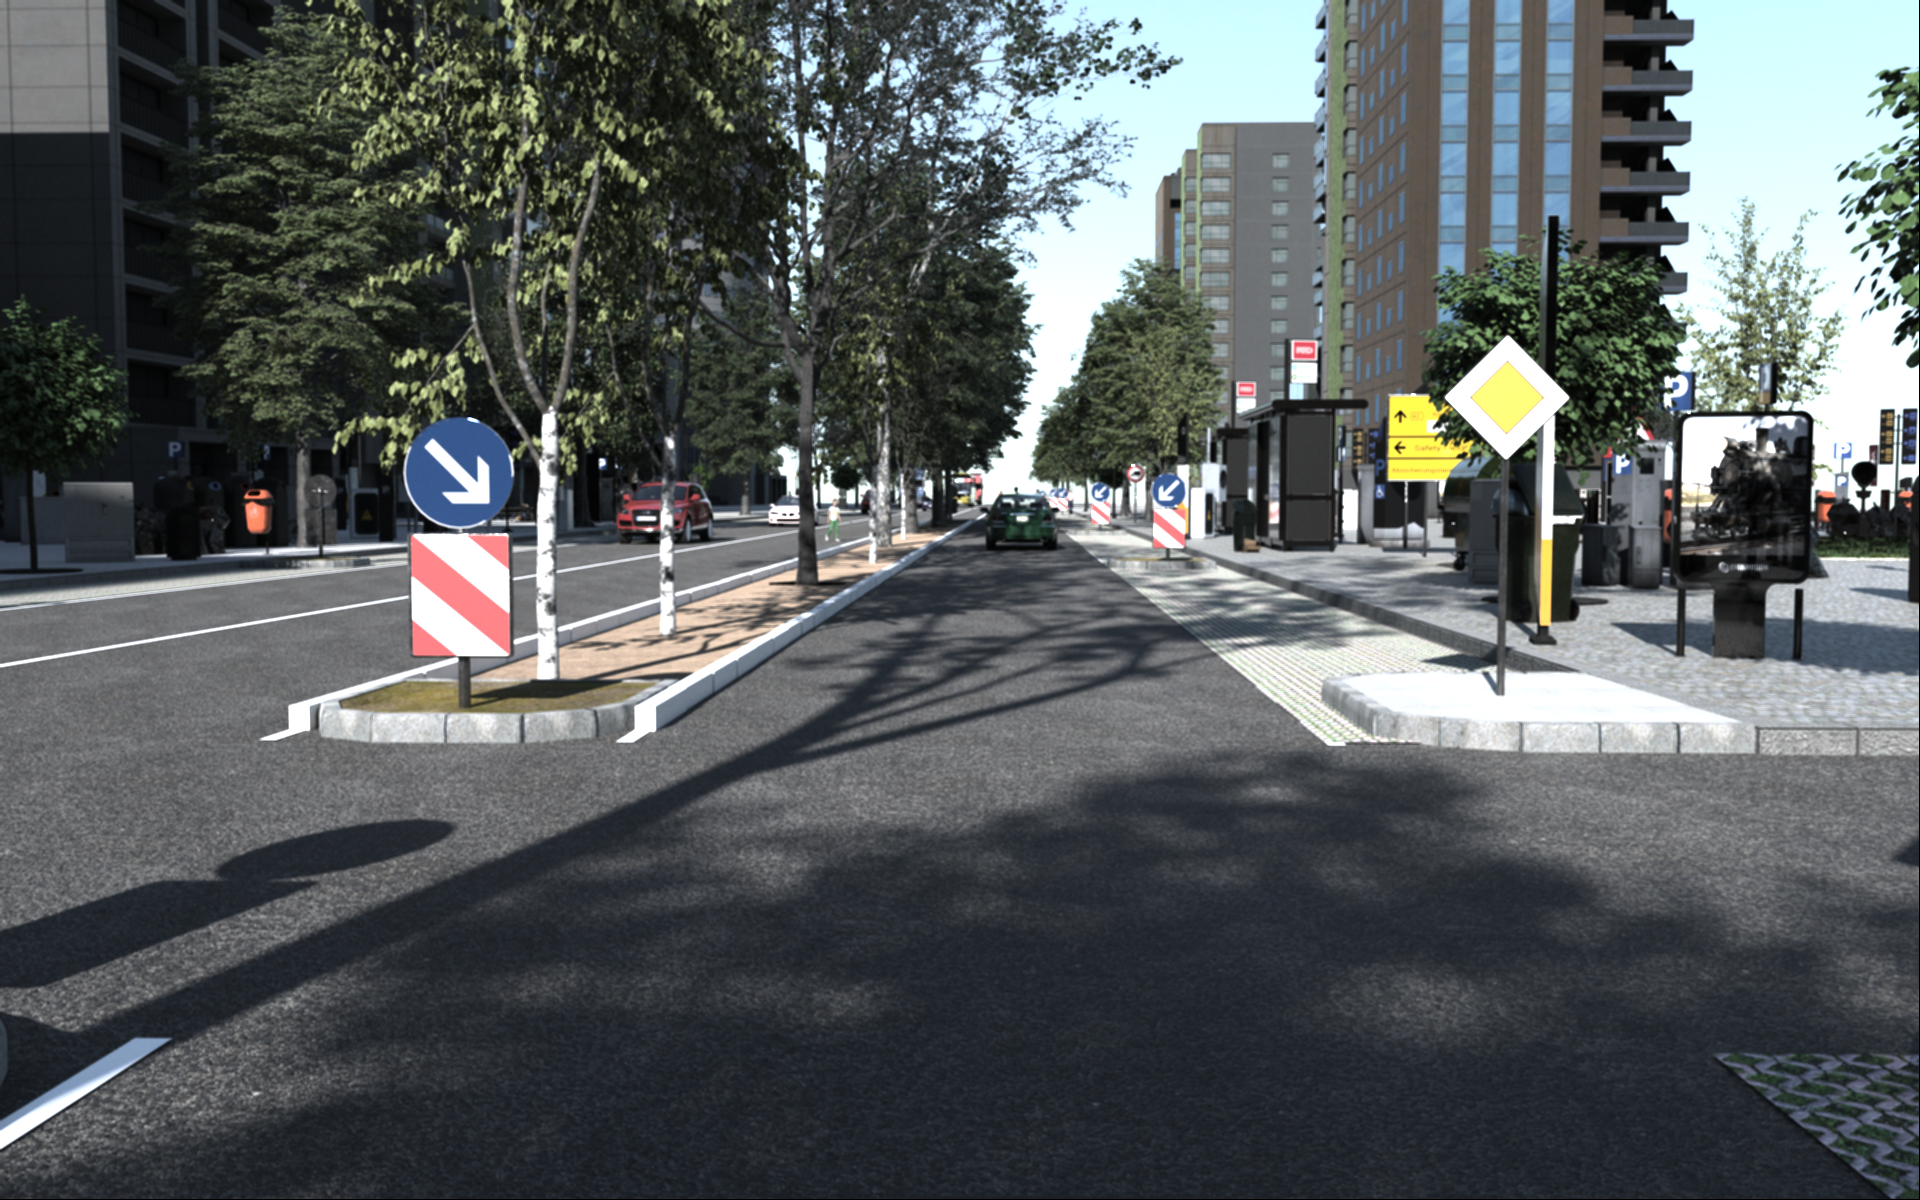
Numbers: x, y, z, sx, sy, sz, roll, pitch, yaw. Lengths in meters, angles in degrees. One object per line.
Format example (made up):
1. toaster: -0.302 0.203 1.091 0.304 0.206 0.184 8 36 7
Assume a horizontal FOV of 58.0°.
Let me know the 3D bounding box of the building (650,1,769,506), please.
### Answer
1. building: -34.451 -40.131 198.148 21.231 58.520 28.212 0 4 2

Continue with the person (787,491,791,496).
1. person: -16.426 -9.585 165.748 0.750 1.759 0.617 1 4 22

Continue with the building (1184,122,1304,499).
1. building: 33.182 -31.186 193.478 14.154 41.232 14.086 0 4 2

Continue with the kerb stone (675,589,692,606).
1. kerb stone: -3.625 -0.004 22.257 0.120 0.150 1.000 0 4 2

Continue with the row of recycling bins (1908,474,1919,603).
1. row of recycling bins: 12.900 -0.777 19.825 3.534 1.692 1.069 1 4 21

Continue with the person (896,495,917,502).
1. person: -3.204 -5.772 102.891 1.348 1.821 0.705 1 4 16

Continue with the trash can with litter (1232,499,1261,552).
1. trash can with litter: 6.427 -1.654 38.424 0.624 1.170 1.055 -1 4 -9

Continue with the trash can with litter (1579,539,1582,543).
1. trash can with litter: 15.402 -2.089 45.208 2.233 1.210 1.678 0 4 -3

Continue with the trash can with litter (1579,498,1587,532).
1. trash can with litter: 19.817 -2.736 56.122 0.624 1.170 1.055 -2 4 -31

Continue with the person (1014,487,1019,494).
1. person: 2.710 -4.587 83.841 0.374 1.781 0.599 1 4 17

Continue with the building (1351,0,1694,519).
1. building: 29.797 -27.138 93.819 14.600 45.320 14.200 0 4 2

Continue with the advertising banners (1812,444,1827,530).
1. advertising banners: 30.438 -3.989 61.404 0.090 3.025 2.074 3 5 43

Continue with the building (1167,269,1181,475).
1. building: 33.307 -27.550 222.151 14.160 30.474 14.107 0 4 2

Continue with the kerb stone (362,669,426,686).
1. kerb stone: -3.953 0.622 12.022 0.120 0.150 1.000 0 4 2

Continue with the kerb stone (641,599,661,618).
1. kerb stone: -3.687 0.122 20.214 0.120 0.150 1.000 0 4 2

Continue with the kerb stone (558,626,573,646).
1. kerb stone: -3.815 0.374 16.126 0.120 0.150 1.000 0 4 2

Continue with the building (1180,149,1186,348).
1. building: 33.263 -32.047 207.569 14.154 41.232 14.086 0 4 2

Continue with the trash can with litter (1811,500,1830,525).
1. trash can with litter: 34.028 -3.415 66.900 1.678 1.210 2.233 3 5 43

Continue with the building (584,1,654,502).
1. building: -32.992 -29.892 138.849 14.600 45.320 14.200 0 4 2

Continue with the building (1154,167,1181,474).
1. building: 34.034 -35.889 236.899 14.600 45.320 14.200 0 4 2

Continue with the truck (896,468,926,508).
1. truck: -4.756 -11.817 182.973 2.967 4.110 18.799 0 4 1

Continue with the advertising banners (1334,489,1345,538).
1. advertising banners: 10.988 -3.350 50.955 0.090 3.025 2.074 0 4 -3

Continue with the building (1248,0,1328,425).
1. building: 35.165 -49.963 129.573 22.319 86.520 31.000 0 4 2

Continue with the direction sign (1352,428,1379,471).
1. direction sign: 13.977 -4.144 59.753 0.876 3.537 0.379 1 4 17

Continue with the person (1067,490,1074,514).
1. person: 7.148 -6.335 113.023 0.756 1.711 0.436 -3 5 -44

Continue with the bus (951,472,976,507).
1. bus: 0.227 -12.482 195.630 2.896 3.916 12.252 0 4 3

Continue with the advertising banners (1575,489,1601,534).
1. advertising banners: 18.825 -3.479 53.063 2.074 3.025 0.090 -1 4 -22

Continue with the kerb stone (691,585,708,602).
1. kerb stone: -3.577 -0.066 23.278 0.120 0.150 1.000 0 4 2

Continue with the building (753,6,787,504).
1. building: -33.160 -47.953 222.287 20.563 71.187 20.611 0 4 2

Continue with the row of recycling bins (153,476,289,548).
1. row of recycling bins: -17.625 -2.092 41.325 1.069 1.692 3.534 2 4 27

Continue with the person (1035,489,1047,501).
1. person: 5.413 -6.864 120.808 1.350 1.814 0.705 0 4 1

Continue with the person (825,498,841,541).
1. person: -3.840 -2.428 52.448 0.590 1.304 0.306 3 5 45

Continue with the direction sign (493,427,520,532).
1. direction sign: -15.224 -4.047 58.162 0.876 3.537 0.379 0 4 2

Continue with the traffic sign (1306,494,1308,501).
1. traffic sign: 9.559 -2.790 47.751 0.606 2.300 0.079 1 4 10

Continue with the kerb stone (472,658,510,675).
1. kerb stone: -3.888 0.498 14.082 0.120 0.150 1.000 0 4 2

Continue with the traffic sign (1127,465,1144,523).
1. traffic sign: 7.707 -4.645 76.054 0.768 2.556 0.104 0 4 5

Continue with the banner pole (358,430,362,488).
1. banner pole: -23.691 -4.771 68.030 0.863 3.779 0.401 3 4 36

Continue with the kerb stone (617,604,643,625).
1. kerb stone: -3.714 0.184 19.192 0.120 0.150 1.000 0 4 2

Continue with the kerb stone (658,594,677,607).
1. kerb stone: -3.654 0.059 21.235 0.120 0.150 1.000 0 4 2

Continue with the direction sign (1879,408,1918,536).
1. direction sign: 24.834 -3.297 45.910 0.876 3.537 0.379 3 4 36

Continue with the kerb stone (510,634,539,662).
1. kerb stone: -3.855 0.434 15.104 0.120 0.150 1.000 0 4 2

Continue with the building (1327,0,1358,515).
1. building: 29.866 -25.962 108.066 14.154 41.232 14.086 0 4 2

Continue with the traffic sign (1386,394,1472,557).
1. traffic sign: 9.805 -2.526 35.178 2.265 3.308 0.079 0 4 7

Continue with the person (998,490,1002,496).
1. person: 4.404 -10.729 183.851 1.348 1.831 0.705 -3 5 -44

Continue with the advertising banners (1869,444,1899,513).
1. advertising banners: 32.383 -3.937 60.556 0.090 3.025 2.074 0 4 -5

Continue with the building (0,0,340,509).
1. building: -38.020 -38.704 71.060 20.563 71.187 20.611 0 4 2

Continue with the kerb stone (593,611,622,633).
1. kerb stone: -3.746 0.246 18.171 0.120 0.150 1.000 0 4 2

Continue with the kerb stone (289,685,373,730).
1. kerb stone: -3.989 0.685 10.997 0.120 0.150 1.000 0 4 2

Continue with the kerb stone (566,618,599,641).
1. kerb stone: -3.778 0.310 17.149 0.120 0.150 1.000 0 4 2

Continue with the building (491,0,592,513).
1. building: -38.032 -30.397 116.603 23.786 49.044 30.456 0 4 2

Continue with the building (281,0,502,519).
1. building: -34.207 -25.114 94.211 14.154 41.232 14.086 0 4 2

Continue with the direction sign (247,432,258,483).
1. direction sign: -24.294 -4.129 59.504 0.379 3.537 0.876 0 4 -2

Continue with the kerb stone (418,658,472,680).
1. kerb stone: -3.916 0.560 13.051 0.120 0.150 1.000 0 4 2

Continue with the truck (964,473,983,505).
1. truck: 1.811 -15.118 236.086 2.839 4.237 11.283 0 4 1
